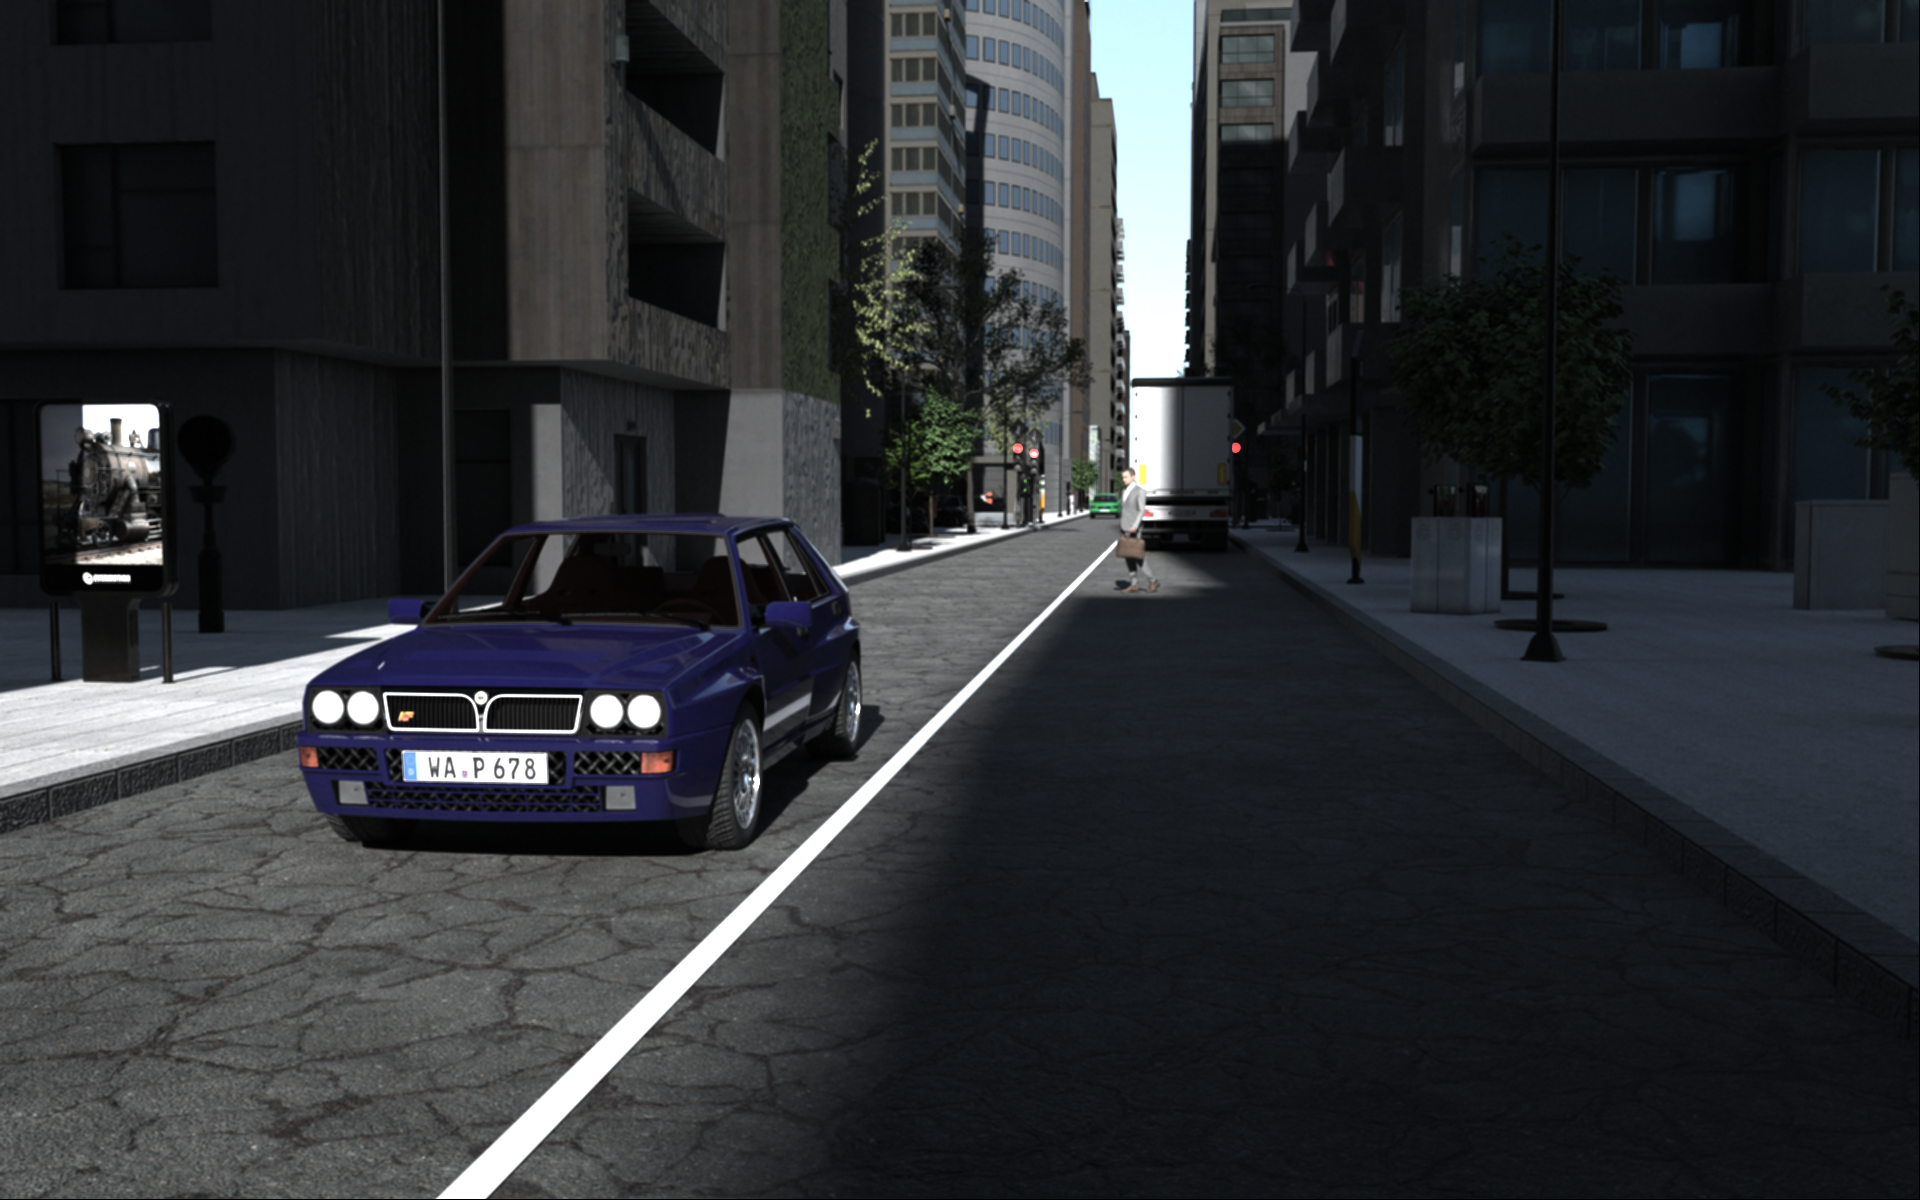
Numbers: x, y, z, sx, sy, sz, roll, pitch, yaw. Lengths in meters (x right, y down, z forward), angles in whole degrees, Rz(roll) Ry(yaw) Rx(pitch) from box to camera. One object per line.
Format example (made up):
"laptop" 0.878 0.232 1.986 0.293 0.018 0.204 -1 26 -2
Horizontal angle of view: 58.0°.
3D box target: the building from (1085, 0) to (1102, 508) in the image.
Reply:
"building" 3.656 -52.873 177.139 22.319 86.520 31.000 0 4 7

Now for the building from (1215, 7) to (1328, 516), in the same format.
"building" 22.790 -20.488 106.676 14.160 30.474 14.107 0 4 7

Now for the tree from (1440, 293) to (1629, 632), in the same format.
"tree" 5.709 -1.345 16.589 1.663 3.219 1.824 0 3 0

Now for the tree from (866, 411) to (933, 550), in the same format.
"tree" -1.108 -2.803 40.437 1.663 3.219 1.824 0 3 0

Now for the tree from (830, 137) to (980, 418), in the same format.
"tree" -2.832 -5.152 34.591 4.737 8.622 4.395 0 3 0

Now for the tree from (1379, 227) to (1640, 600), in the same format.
"tree" 6.864 -2.317 21.591 4.285 4.588 4.351 0 3 0

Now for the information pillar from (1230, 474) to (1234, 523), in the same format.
"information pillar" 12.015 -5.181 76.067 0.183 3.616 0.504 -1 4 -15

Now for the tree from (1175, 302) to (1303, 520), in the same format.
"tree" 13.758 -9.226 85.261 8.767 10.594 7.601 0 4 7

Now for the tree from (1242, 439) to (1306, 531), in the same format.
"tree" 11.125 -4.016 60.270 1.663 3.219 1.824 0 3 0

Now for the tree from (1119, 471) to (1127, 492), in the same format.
"tree" 19.671 -14.411 219.341 4.285 4.588 4.351 0 3 0

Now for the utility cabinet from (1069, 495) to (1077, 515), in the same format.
"utility cabinet" 6.995 -5.878 107.270 0.306 1.237 1.020 1 4 15

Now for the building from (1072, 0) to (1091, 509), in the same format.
"building" 4.475 -30.916 155.584 14.600 45.320 14.200 0 4 7

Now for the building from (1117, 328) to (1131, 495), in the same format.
"building" 21.705 -31.957 294.198 14.160 30.474 14.107 0 4 7

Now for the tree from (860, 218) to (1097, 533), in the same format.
"tree" 0.462 -7.546 57.788 8.767 10.594 7.601 1 4 10

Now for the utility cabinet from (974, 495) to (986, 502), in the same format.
"utility cabinet" 1.164 -5.918 107.925 1.020 1.237 0.306 -1 4 -11

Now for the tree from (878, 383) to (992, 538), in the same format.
"tree" -0.762 -4.132 51.267 4.285 4.588 4.351 0 3 0

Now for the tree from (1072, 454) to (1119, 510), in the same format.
"tree" 9.927 -9.668 141.778 4.285 4.588 4.351 0 3 0

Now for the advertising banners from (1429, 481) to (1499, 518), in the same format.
"advertising banners" 7.435 -1.756 24.900 2.074 3.025 0.090 -3 4 -37

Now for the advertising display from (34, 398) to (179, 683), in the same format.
"advertising display" -5.800 -0.402 11.783 0.974 1.923 0.123 1 4 10

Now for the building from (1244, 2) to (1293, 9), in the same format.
"building" 33.600 -26.936 132.290 32.217 40.220 23.993 0 4 7

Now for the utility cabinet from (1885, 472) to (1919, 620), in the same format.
"utility cabinet" 9.768 -0.525 17.270 0.318 1.500 1.173 0 4 -6

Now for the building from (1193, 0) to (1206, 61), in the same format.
"building" 34.967 -39.145 182.023 21.231 58.520 28.212 0 4 7

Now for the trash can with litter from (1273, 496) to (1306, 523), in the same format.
"trash can with litter" 14.981 -3.996 76.390 2.233 1.210 1.678 2 4 28

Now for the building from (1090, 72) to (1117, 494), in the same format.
"building" 7.463 -35.510 204.283 21.300 48.544 21.600 0 4 7

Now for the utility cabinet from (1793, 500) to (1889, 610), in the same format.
"utility cabinet" 9.843 -0.498 19.302 1.020 1.237 0.306 0 4 -8

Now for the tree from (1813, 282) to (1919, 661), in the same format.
"tree" 7.786 -1.148 13.376 1.663 3.219 1.824 0 3 0

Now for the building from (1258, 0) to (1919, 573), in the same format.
"building" 19.619 -25.724 40.195 23.786 49.044 30.456 0 4 7

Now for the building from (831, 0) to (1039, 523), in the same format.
"building" -12.613 -24.055 85.175 32.217 40.220 23.993 0 4 7

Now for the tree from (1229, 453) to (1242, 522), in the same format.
"tree" 13.027 -5.222 79.983 1.663 3.219 1.824 0 3 0

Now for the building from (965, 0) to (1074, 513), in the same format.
"building" -3.289 -35.448 121.577 21.231 58.520 28.212 0 4 7

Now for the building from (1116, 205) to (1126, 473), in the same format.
"building" 14.557 -39.878 271.619 23.786 49.044 30.456 0 4 7

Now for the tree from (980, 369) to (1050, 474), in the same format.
"tree" 2.816 -9.115 99.389 4.737 8.622 4.395 0 3 0

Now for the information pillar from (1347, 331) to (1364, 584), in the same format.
"information pillar" 5.656 -2.041 24.727 0.183 3.616 0.504 2 4 24

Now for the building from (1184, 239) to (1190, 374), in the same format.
"building" 48.506 -38.764 288.409 22.147 44.769 28.867 0 4 7

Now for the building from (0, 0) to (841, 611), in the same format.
"building" -9.930 -15.457 24.418 14.160 30.474 14.107 0 4 7

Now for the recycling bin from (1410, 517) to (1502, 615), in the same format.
"recycling bin" 5.377 -0.380 18.770 0.722 1.027 0.722 -3 5 -44

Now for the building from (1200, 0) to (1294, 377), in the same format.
"building" 32.877 -32.646 157.460 21.300 48.544 21.600 0 4 7

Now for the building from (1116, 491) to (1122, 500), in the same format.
"building" 6.711 -33.827 244.951 32.217 40.220 23.993 0 4 7

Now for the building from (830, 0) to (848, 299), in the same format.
"building" -18.659 -28.335 52.522 27.495 52.752 28.713 0 4 7
